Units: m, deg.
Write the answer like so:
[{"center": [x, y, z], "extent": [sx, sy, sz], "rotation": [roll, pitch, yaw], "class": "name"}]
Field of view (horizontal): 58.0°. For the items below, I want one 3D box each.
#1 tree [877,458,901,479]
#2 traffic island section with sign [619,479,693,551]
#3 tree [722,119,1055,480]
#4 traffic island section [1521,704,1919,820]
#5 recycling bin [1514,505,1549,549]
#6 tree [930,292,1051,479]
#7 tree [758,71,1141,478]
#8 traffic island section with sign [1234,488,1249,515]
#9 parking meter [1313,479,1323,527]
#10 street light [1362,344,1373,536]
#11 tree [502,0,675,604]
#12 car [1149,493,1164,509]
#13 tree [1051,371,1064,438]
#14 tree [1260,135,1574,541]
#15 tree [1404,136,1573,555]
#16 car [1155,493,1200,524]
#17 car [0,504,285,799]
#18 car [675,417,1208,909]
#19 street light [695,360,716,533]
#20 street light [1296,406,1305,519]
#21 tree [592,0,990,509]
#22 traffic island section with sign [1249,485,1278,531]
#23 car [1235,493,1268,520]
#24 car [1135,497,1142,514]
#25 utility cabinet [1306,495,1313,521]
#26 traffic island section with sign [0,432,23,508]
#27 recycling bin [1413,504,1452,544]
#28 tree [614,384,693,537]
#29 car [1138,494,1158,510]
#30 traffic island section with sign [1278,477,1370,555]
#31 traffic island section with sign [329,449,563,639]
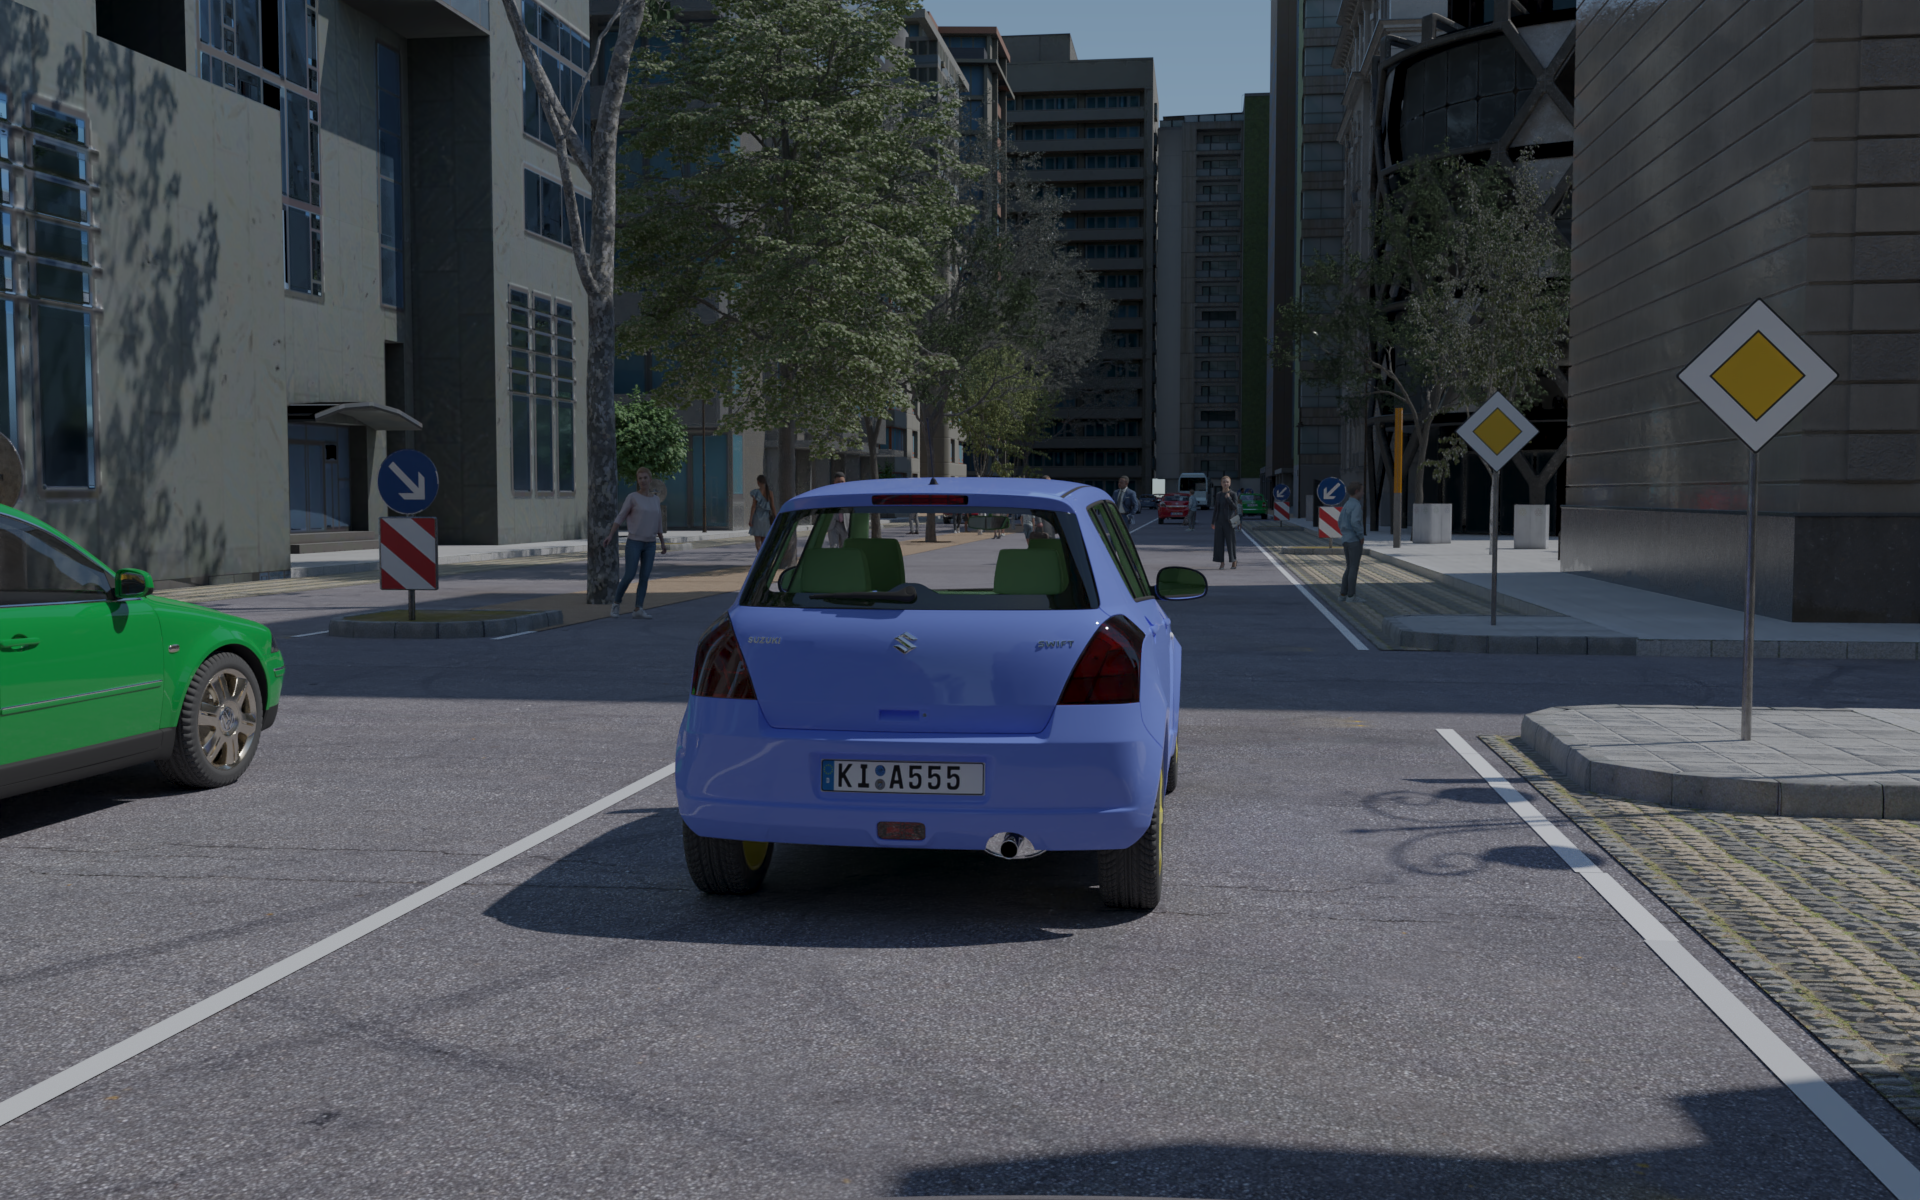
[{"center": [-3.856, -5.940, 91.726], "extent": [1.663, 3.219, 1.824], "rotation": [0, 3, 0], "class": "tree"}, {"center": [-7.981, -2.197, 44.552], "extent": [1.989, 1.847, 2.006], "rotation": [0, 4, 8], "class": "traffic island section with sign"}, {"center": [-1.877, -6.347, 40.635], "extent": [8.767, 10.594, 7.601], "rotation": [0, 4, 8], "class": "tree"}, {"center": [4.117, 0.810, 9.036], "extent": [2.009, 0.180, 2.903], "rotation": [0, 4, 8], "class": "traffic island section"}, {"center": [13.403, -1.716, 40.612], "extent": [0.722, 1.027, 0.722], "rotation": [2, 4, 24], "class": "recycling bin"}, {"center": [0.864, -6.832, 64.524], "extent": [4.737, 8.622, 4.395], "rotation": [0, 3, 0], "class": "tree"}, {"center": [-0.847, -8.413, 50.385], "extent": [12.009, 13.543, 11.850], "rotation": [0, 3, 0], "class": "tree"}, {"center": [19.562, -6.691, 118.029], "extent": [1.989, 1.847, 2.006], "rotation": [0, 4, 8], "class": "traffic island section with sign"}, {"center": [13.996, -3.784, 67.577], "extent": [0.399, 1.863, 0.255], "rotation": [0, 4, -2], "class": "parking meter"}, {"center": [12.479, -4.923, 53.285], "extent": [0.468, 5.910, 1.993], "rotation": [0, 4, 8], "class": "street light"}, {"center": [-5.722, -10.066, 22.926], "extent": [12.611, 20.169, 13.585], "rotation": [0, 3, 0], "class": "tree"}, {"center": [19.176, -9.627, 166.448], "extent": [2.155, 1.783, 4.494], "rotation": [1, 4, 10], "class": "car"}, {"center": [2.152, -7.119, 69.218], "extent": [4.737, 8.622, 4.395], "rotation": [0, 3, 0], "class": "tree"}, {"center": [12.227, -6.829, 46.062], "extent": [8.767, 10.594, 7.601], "rotation": [0, 4, 7], "class": "tree"}, {"center": [11.322, -5.273, 36.570], "extent": [4.360, 8.622, 3.978], "rotation": [0, 3, 0], "class": "tree"}, {"center": [10.478, -4.556, 83.527], "extent": [2.155, 1.783, 4.494], "rotation": [0, 4, 8], "class": "car"}, {"center": [-4.652, 0.097, 7.218], "extent": [1.959, 1.807, 4.718], "rotation": [1, 4, 9], "class": "car"}, {"center": [0.074, 0.135, 7.378], "extent": [1.945, 1.707, 3.694], "rotation": [1, 4, 8], "class": "car"}, {"center": [-8.499, -5.178, 57.443], "extent": [0.468, 5.910, 1.993], "rotation": [0, 4, 8], "class": "street light"}, {"center": [17.772, -7.206, 90.600], "extent": [0.468, 5.910, 1.993], "rotation": [0, 4, 8], "class": "street light"}, {"center": [-3.343, -6.880, 33.076], "extent": [7.486, 12.596, 7.792], "rotation": [0, 3, 0], "class": "tree"}, {"center": [12.494, -3.635, 68.057], "extent": [1.989, 1.847, 2.006], "rotation": [0, 4, 8], "class": "traffic island section with sign"}, {"center": [16.645, -5.520, 99.043], "extent": [1.959, 1.807, 4.718], "rotation": [0, 4, 8], "class": "car"}, {"center": [12.191, -6.966, 126.249], "extent": [2.083, 1.381, 4.827], "rotation": [1, 4, 9], "class": "car"}, {"center": [16.597, -4.301, 81.480], "extent": [0.306, 1.237, 1.020], "rotation": [-1, 4, -10], "class": "utility cabinet"}, {"center": [-6.528, -0.162, 10.779], "extent": [2.006, 1.907, 1.989], "rotation": [0, 4, 8], "class": "traffic island section with sign"}, {"center": [12.257, -1.983, 44.968], "extent": [0.722, 1.027, 0.722], "rotation": [-2, 4, -25], "class": "recycling bin"}, {"center": [-9.634, -4.166, 51.834], "extent": [4.285, 4.588, 4.351], "rotation": [0, 3, 0], "class": "tree"}, {"center": [17.460, -9.116, 161.046], "extent": [2.014, 1.417, 4.499], "rotation": [1, 4, 8], "class": "car"}, {"center": [8.708, -2.002, 41.368], "extent": [1.989, 1.847, 2.006], "rotation": [0, 4, 8], "class": "traffic island section with sign"}, {"center": [-5.480, -0.610, 18.112], "extent": [2.006, 1.907, 1.989], "rotation": [0, 4, 8], "class": "traffic island section with sign"}]
